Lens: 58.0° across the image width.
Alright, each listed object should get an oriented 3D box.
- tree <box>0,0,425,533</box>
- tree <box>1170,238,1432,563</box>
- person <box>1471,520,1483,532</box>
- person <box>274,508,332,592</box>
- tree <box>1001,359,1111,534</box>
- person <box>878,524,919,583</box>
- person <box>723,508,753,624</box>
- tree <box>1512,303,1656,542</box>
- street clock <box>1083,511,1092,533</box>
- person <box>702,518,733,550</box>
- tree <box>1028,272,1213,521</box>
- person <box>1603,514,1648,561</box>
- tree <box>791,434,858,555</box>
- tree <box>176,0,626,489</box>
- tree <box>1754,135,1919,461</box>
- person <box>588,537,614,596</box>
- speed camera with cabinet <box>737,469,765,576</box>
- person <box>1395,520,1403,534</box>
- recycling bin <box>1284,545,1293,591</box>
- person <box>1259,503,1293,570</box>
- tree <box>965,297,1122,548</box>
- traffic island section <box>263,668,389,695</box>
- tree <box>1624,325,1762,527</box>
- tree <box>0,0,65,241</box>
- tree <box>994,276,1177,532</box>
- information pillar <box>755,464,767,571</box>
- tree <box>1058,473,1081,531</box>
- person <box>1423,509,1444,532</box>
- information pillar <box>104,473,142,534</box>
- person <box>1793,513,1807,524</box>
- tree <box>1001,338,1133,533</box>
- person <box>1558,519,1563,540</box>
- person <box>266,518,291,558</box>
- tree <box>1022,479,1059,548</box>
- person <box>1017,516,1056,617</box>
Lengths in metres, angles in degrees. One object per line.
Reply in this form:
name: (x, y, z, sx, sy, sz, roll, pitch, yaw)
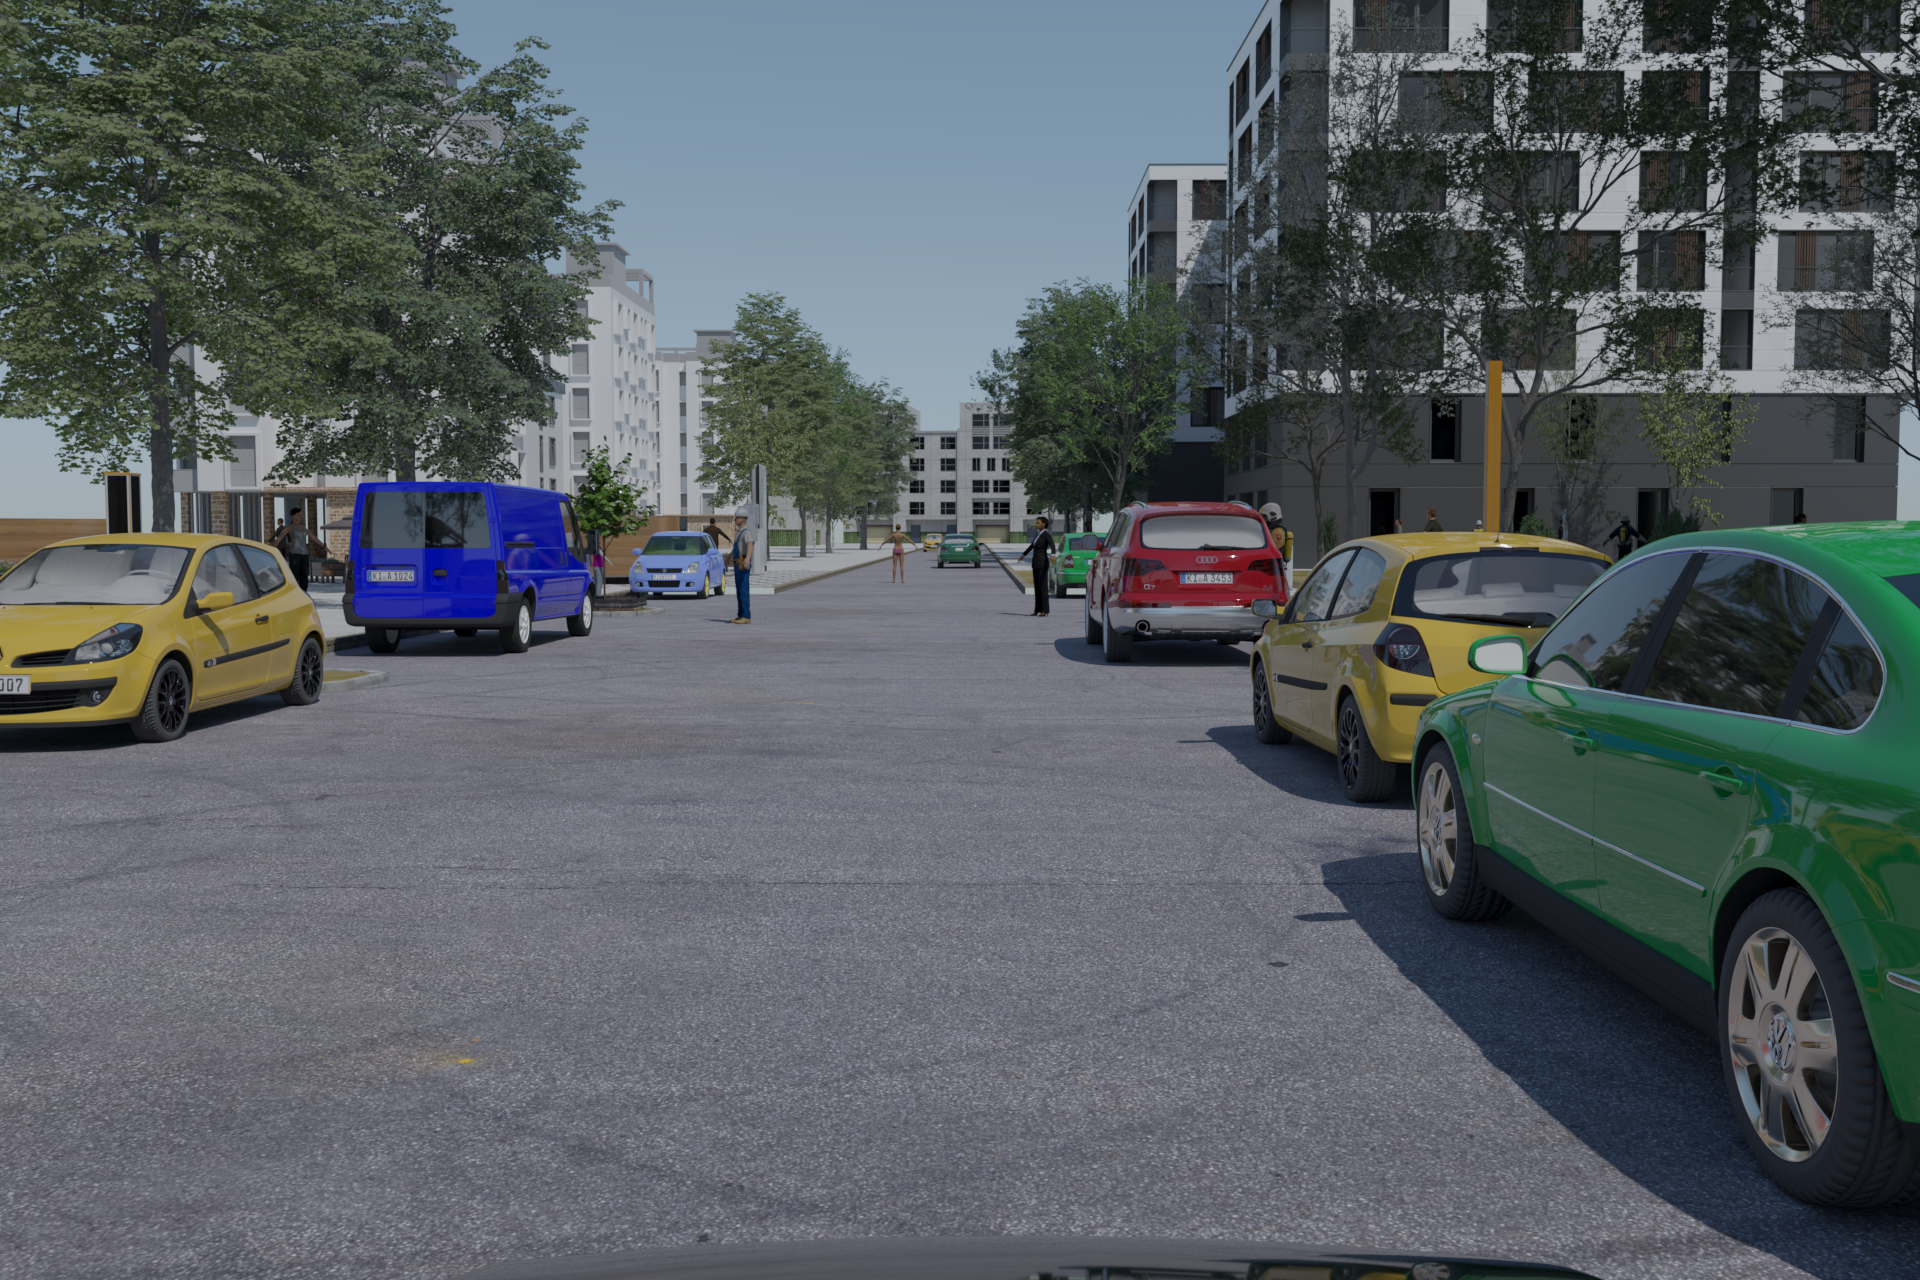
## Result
tree: (-12.265, -6.627, 26.481, 7.486, 12.596, 7.792, 0, 3, 0)
tree: (10.844, -7.238, 52.758, 8.767, 10.594, 7.601, -3, 5, -43)
person: (18.583, -3.397, 62.001, 1.216, 1.772, 0.721, 2, 4, 29)
person: (-11.249, -1.393, 29.579, 0.721, 1.737, 1.217, 2, 4, 29)
tree: (6.265, -11.591, 107.644, 7.486, 12.596, 7.792, 0, 3, 0)
person: (-1.803, -2.535, 50.705, 1.217, 1.733, 0.721, 0, 4, 1)
person: (-3.516, -1.188, 27.742, 0.705, 1.847, 1.347, -1, 4, -22)
tree: (18.882, -6.342, 54.056, 4.360, 8.622, 3.978, 0, 3, 0)
street clock: (4.047, -3.066, 54.699, 0.358, 2.002, 0.471, 0, 4, -1)
person: (-8.108, -3.098, 56.792, 1.346, 1.812, 0.704, 0, 4, -8)
tree: (6.307, -8.716, 68.255, 9.928, 11.665, 9.643, 0, 3, 0)
person: (19.473, -2.747, 50.691, 1.354, 1.856, 0.705, 3, 4, 38)
tree: (-9.042, -9.453, 104.919, 4.360, 8.622, 3.978, 0, 3, 0)
tree: (-12.334, -8.054, 38.344, 9.857, 13.997, 8.962, 0, 3, 0)
tree: (28.355, -8.516, 49.614, 12.009, 13.543, 11.850, 0, 3, 0)
person: (-7.166, -1.394, 34.512, 0.599, 1.433, 0.991, -3, 4, -38)
speed camera with cabinet: (-6.477, -3.626, 53.613, 0.660, 3.252, 2.038, 0, 4, 1)
person: (15.742, -3.427, 62.298, 0.705, 1.796, 1.348, 1, 4, 11)
recycling bin: (7.176, -1.649, 39.520, 0.722, 1.027, 0.722, 0, 4, 1)
person: (4.242, -0.951, 23.775, 0.705, 1.858, 1.354, 0, 4, 1)
tree: (6.743, -17.383, 140.106, 12.611, 20.169, 13.585, 0, 3, 0)
traffic island section: (-6.548, 0.397, 16.369, 1.991, 0.108, 1.994, 0, 4, 1)
tree: (24.682, -6.656, 59.195, 4.737, 8.622, 4.395, 0, 3, 0)
tree: (-11.941, -5.957, 15.524, 7.486, 12.596, 7.792, 0, 3, 0)
tree: (6.408, -10.950, 85.685, 9.857, 13.997, 8.962, 0, 3, 0)
information pillar: (-6.801, -4.149, 59.145, 0.184, 3.620, 1.656, 0, 4, 1)
tree: (7.146, -10.040, 114.511, 4.360, 8.622, 3.978, 0, 3, 0)
person: (9.735, -1.813, 35.863, 1.348, 1.803, 0.705, -3, 5, -42)
information pillar: (-10.042, -0.999, 20.833, 0.304, 2.012, 0.304, 0, 3, 0)
person: (18.352, -1.883, 37.626, 0.721, 1.735, 1.217, 0, 4, -3)
tree: (5.968, -10.967, 97.440, 7.486, 12.596, 7.792, 0, 3, 0)
person: (21.552, -3.420, 61.858, 0.705, 1.837, 1.347, 1, 4, 22)
person: (-21.949, -3.041, 55.939, 0.704, 1.802, 1.346, 1, 4, 11)
tree: (6.696, -10.911, 128.758, 4.737, 8.622, 4.395, 0, 3, 0)
person: (1.343, -1.280, 30.112, 0.721, 1.740, 1.216, -2, 4, -27)
